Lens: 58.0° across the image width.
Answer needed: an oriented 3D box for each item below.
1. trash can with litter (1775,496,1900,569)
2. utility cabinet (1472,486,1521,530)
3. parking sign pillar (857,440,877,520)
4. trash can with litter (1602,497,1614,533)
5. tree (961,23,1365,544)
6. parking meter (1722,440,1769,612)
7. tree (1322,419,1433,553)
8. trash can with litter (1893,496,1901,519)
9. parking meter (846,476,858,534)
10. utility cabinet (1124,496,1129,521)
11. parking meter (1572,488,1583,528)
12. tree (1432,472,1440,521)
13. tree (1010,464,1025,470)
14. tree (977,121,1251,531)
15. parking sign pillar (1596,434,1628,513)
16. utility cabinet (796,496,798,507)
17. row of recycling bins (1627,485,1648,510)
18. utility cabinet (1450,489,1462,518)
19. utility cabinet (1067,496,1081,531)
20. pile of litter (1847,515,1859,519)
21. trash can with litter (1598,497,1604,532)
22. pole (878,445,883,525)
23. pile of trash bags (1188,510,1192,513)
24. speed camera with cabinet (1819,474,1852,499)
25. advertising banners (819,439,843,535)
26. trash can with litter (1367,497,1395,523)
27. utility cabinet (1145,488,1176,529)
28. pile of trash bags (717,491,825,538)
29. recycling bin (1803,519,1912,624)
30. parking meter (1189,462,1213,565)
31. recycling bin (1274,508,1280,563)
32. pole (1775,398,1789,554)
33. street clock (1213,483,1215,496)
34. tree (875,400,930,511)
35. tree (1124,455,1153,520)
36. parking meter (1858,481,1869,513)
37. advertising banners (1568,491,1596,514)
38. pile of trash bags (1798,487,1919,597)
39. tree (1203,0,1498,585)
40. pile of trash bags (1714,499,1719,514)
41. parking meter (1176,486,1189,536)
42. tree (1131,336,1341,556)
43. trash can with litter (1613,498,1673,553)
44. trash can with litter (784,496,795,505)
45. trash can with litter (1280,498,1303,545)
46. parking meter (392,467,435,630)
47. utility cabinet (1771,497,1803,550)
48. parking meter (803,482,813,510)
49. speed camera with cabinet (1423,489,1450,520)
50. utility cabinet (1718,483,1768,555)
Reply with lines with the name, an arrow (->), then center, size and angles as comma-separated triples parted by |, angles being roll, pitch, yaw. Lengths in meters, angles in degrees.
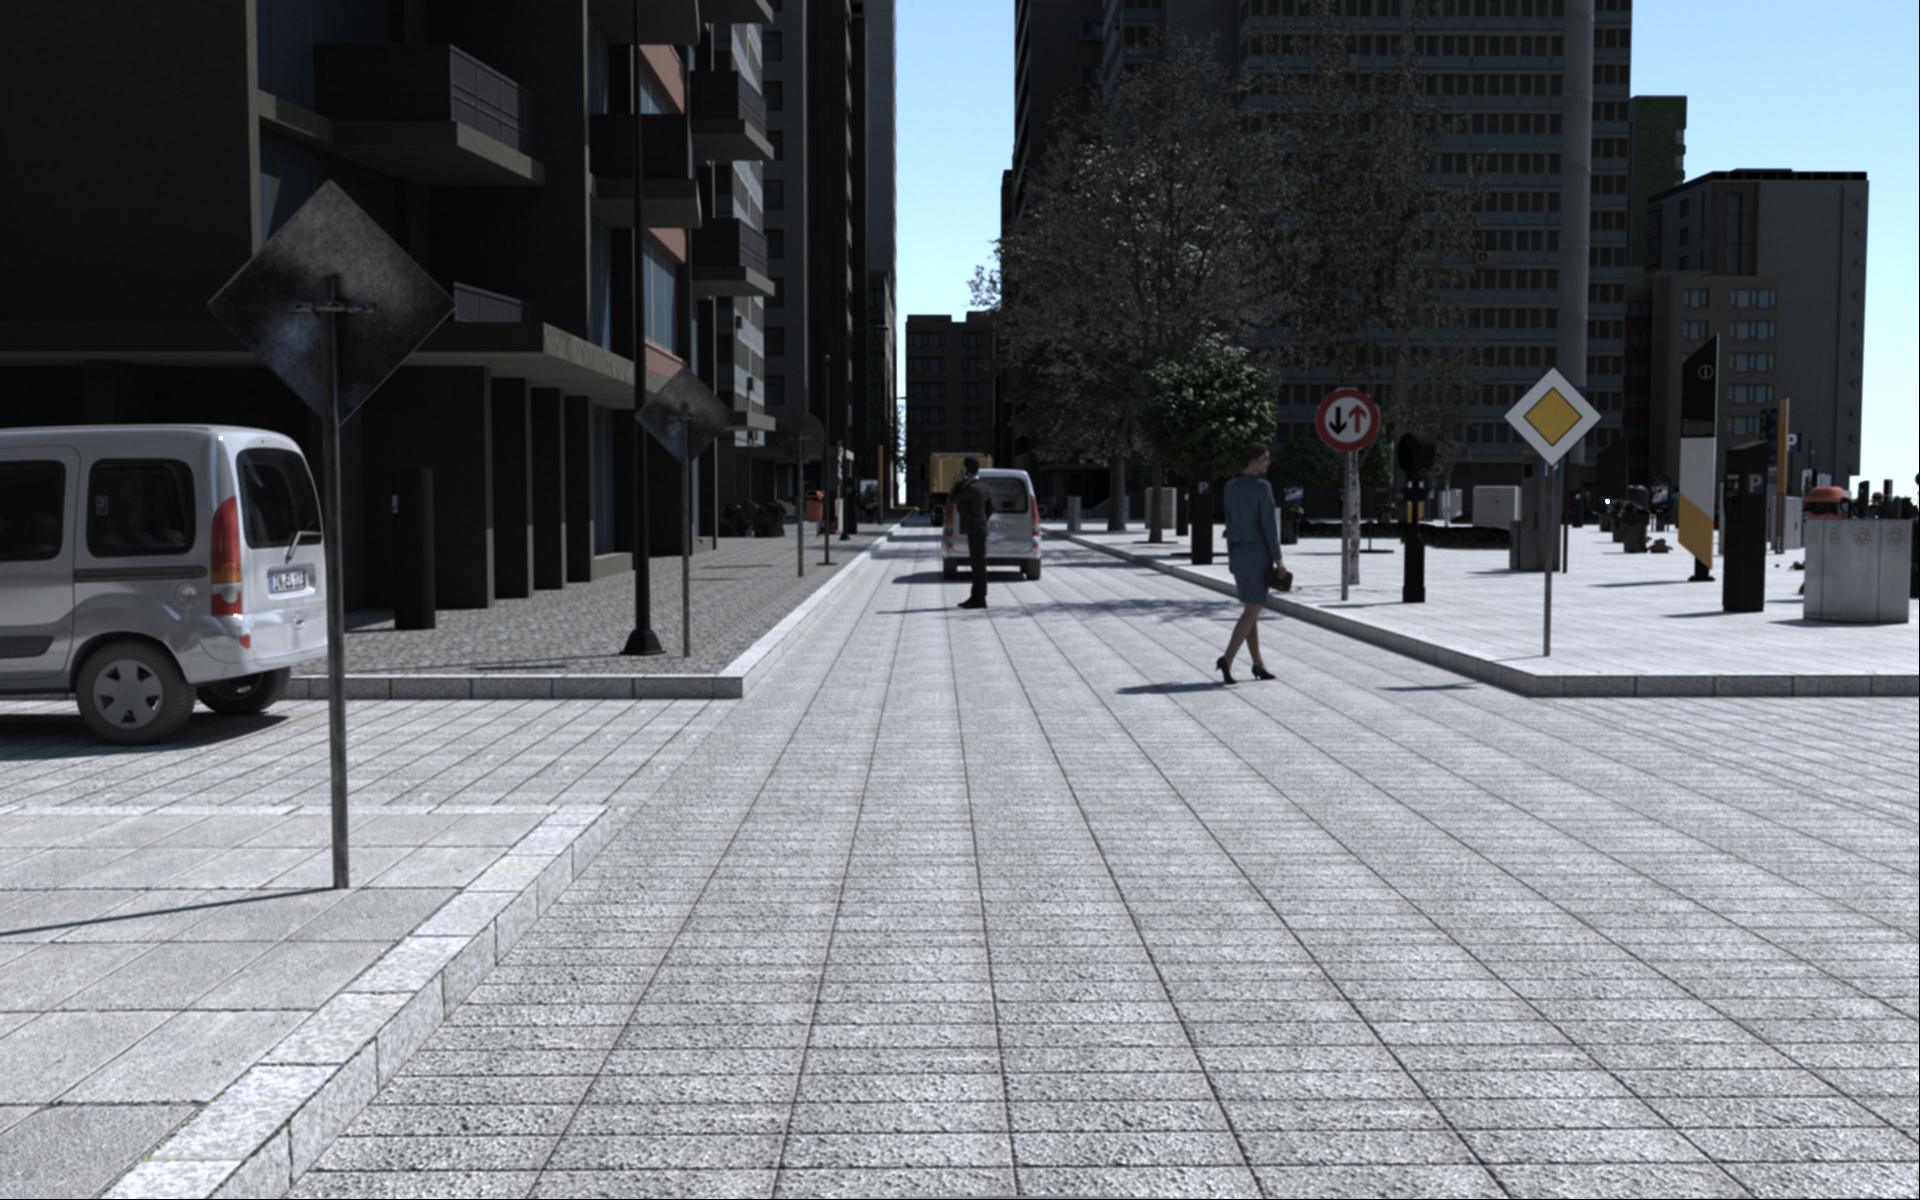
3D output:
trash can with litter -> 15.026, -1.154, 29.918 | 1.678, 1.210, 2.233 | 3, 4, 37
utility cabinet -> 14.916, -2.423, 48.294 | 1.173, 1.500, 0.318 | 2, 4, 35
parking sign pillar -> -4.723, -5.937, 85.542 | 1.447, 3.967, 1.447 | 1, 4, 9
trash can with litter -> 17.771, -2.115, 45.962 | 1.055, 1.170, 0.624 | 0, 4, -8
tree -> 5.226, -8.217, 44.720 | 12.009, 13.543, 11.850 | 0, 3, 0
parking meter -> 8.544, -0.804, 18.860 | 0.399, 1.863, 0.255 | -1, 4, -17
tree -> 9.048, -2.652, 37.966 | 1.663, 3.219, 1.824 | 0, 3, 0
trash can with litter -> 35.250, -3.332, 65.529 | 1.678, 1.210, 2.233 | 3, 5, 39
parking meter -> -3.481, -3.042, 55.443 | 0.399, 1.863, 0.255 | 1, 4, 12
utility cabinet -> 7.789, -4.407, 83.212 | 0.306, 1.237, 1.020 | 2, 4, 30
parking meter -> 23.652, -3.540, 66.297 | 0.372, 1.533, 0.369 | 0, 3, 0
tree -> 21.901, -5.328, 81.712 | 1.663, 3.219, 1.824 | 0, 3, 0
tree -> 3.634, -7.084, 110.431 | 1.663, 3.219, 1.824 | 0, 3, 0
tree -> 5.350, -9.371, 59.875 | 9.857, 13.997, 8.962 | 0, 3, 0
parking sign pillar -> 29.410, -5.483, 78.120 | 1.447, 3.967, 1.447 | 2, 4, 27
utility cabinet -> -7.777, -4.682, 87.709 | 1.020, 1.237, 0.306 | 1, 4, 20
row of recycling bins -> 32.382, -4.695, 83.870 | 1.069, 1.692, 3.534 | 0, 4, 4
utility cabinet -> 22.404, -4.251, 78.189 | 0.318, 1.500, 1.173 | 2, 4, 27
utility cabinet -> 3.964, -2.990, 60.043 | 0.306, 1.237, 1.020 | 1, 4, 15
pile of litter -> 17.733, -1.233, 34.123 | 1.719, 0.858, 1.176 | 1, 4, 18
trash can with litter -> 22.016, -2.877, 58.419 | 0.624, 1.170, 1.055 | -1, 4, -15
pole -> -3.331, -4.808, 72.456 | 0.158, 3.312, 0.155 | 0, 3, 0
pile of trash bags -> 11.695, -4.756, 87.511 | 1.912, 1.369, 3.447 | 1, 4, 20
speed camera with cabinet -> 39.877, -5.194, 79.259 | 0.660, 3.252, 2.038 | -1, 4, -12
advertising banners -> -4.072, -3.588, 54.844 | 0.090, 3.025, 2.074 | 1, 4, 18
trash can with litter -> 15.345, -3.186, 63.477 | 1.055, 1.170, 0.624 | -1, 4, -15
utility cabinet -> 7.296, -3.322, 62.989 | 1.173, 1.500, 0.318 | 3, 5, 39
pile of trash bags -> -5.616, -2.563, 51.651 | 3.447, 1.369, 1.912 | 1, 4, 20
recycling bin -> 9.047, -0.301, 17.476 | 0.722, 1.027, 0.722 | 0, 4, -5
parking meter -> 4.378, -1.573, 31.435 | 0.399, 1.863, 0.255 | 0, 4, -2
recycling bin -> 5.473, -1.201, 32.186 | 0.722, 1.027, 0.722 | 3, 4, 38
pole -> 17.576, -2.641, 37.031 | 0.158, 3.312, 0.155 | 0, 3, 0
street clock -> 11.524, -4.581, 79.476 | 0.358, 2.002, 0.471 | 1, 4, 20
tree -> -4.651, -11.222, 133.846 | 4.737, 8.622, 4.395 | 0, 3, 0
tree -> 8.781, -5.615, 86.413 | 1.663, 3.219, 1.824 | 0, 3, 0
parking meter -> 39.482, -4.281, 75.701 | 0.255, 1.863, 0.399 | -1, 4, -18
advertising banners -> 27.271, -4.955, 77.203 | 2.074, 3.025, 0.090 | 1, 4, 9
pile of trash bags -> 11.631, -0.750, 22.021 | 3.447, 1.369, 1.912 | -3, 5, -41
tree -> 5.514, -4.510, 24.097 | 4.360, 8.622, 3.978 | 0, 3, 0
pile of trash bags -> 35.621, -4.417, 81.968 | 3.447, 1.369, 1.912 | -3, 5, -43
parking meter -> 6.827, -2.738, 53.175 | 0.372, 1.533, 0.369 | 0, 3, 0
tree -> 5.192, -3.215, 36.287 | 4.285, 4.588, 4.351 | 0, 3, 0
trash can with litter -> 14.979, -1.618, 37.843 | 1.055, 1.170, 0.624 | 0, 3, 0
trash can with litter -> -8.490, -4.429, 83.805 | 1.055, 1.170, 0.624 | 2, 4, 23
trash can with litter -> 8.156, -1.999, 44.077 | 1.055, 1.170, 0.624 | 0, 4, -7
parking meter -> -5.194, -0.493, 16.465 | 0.372, 1.533, 0.369 | 0, 3, 0
utility cabinet -> 19.136, -1.769, 40.084 | 1.020, 1.237, 0.306 | -3, 5, -42
parking meter -> -7.136, -4.628, 81.384 | 0.399, 1.863, 0.255 | -2, 4, -27
speed camera with cabinet -> 23.787, -5.604, 85.959 | 2.038, 3.252, 0.660 | 0, 4, -4
utility cabinet -> 16.422, -1.689, 36.288 | 1.173, 1.500, 0.318 | -2, 4, -30
